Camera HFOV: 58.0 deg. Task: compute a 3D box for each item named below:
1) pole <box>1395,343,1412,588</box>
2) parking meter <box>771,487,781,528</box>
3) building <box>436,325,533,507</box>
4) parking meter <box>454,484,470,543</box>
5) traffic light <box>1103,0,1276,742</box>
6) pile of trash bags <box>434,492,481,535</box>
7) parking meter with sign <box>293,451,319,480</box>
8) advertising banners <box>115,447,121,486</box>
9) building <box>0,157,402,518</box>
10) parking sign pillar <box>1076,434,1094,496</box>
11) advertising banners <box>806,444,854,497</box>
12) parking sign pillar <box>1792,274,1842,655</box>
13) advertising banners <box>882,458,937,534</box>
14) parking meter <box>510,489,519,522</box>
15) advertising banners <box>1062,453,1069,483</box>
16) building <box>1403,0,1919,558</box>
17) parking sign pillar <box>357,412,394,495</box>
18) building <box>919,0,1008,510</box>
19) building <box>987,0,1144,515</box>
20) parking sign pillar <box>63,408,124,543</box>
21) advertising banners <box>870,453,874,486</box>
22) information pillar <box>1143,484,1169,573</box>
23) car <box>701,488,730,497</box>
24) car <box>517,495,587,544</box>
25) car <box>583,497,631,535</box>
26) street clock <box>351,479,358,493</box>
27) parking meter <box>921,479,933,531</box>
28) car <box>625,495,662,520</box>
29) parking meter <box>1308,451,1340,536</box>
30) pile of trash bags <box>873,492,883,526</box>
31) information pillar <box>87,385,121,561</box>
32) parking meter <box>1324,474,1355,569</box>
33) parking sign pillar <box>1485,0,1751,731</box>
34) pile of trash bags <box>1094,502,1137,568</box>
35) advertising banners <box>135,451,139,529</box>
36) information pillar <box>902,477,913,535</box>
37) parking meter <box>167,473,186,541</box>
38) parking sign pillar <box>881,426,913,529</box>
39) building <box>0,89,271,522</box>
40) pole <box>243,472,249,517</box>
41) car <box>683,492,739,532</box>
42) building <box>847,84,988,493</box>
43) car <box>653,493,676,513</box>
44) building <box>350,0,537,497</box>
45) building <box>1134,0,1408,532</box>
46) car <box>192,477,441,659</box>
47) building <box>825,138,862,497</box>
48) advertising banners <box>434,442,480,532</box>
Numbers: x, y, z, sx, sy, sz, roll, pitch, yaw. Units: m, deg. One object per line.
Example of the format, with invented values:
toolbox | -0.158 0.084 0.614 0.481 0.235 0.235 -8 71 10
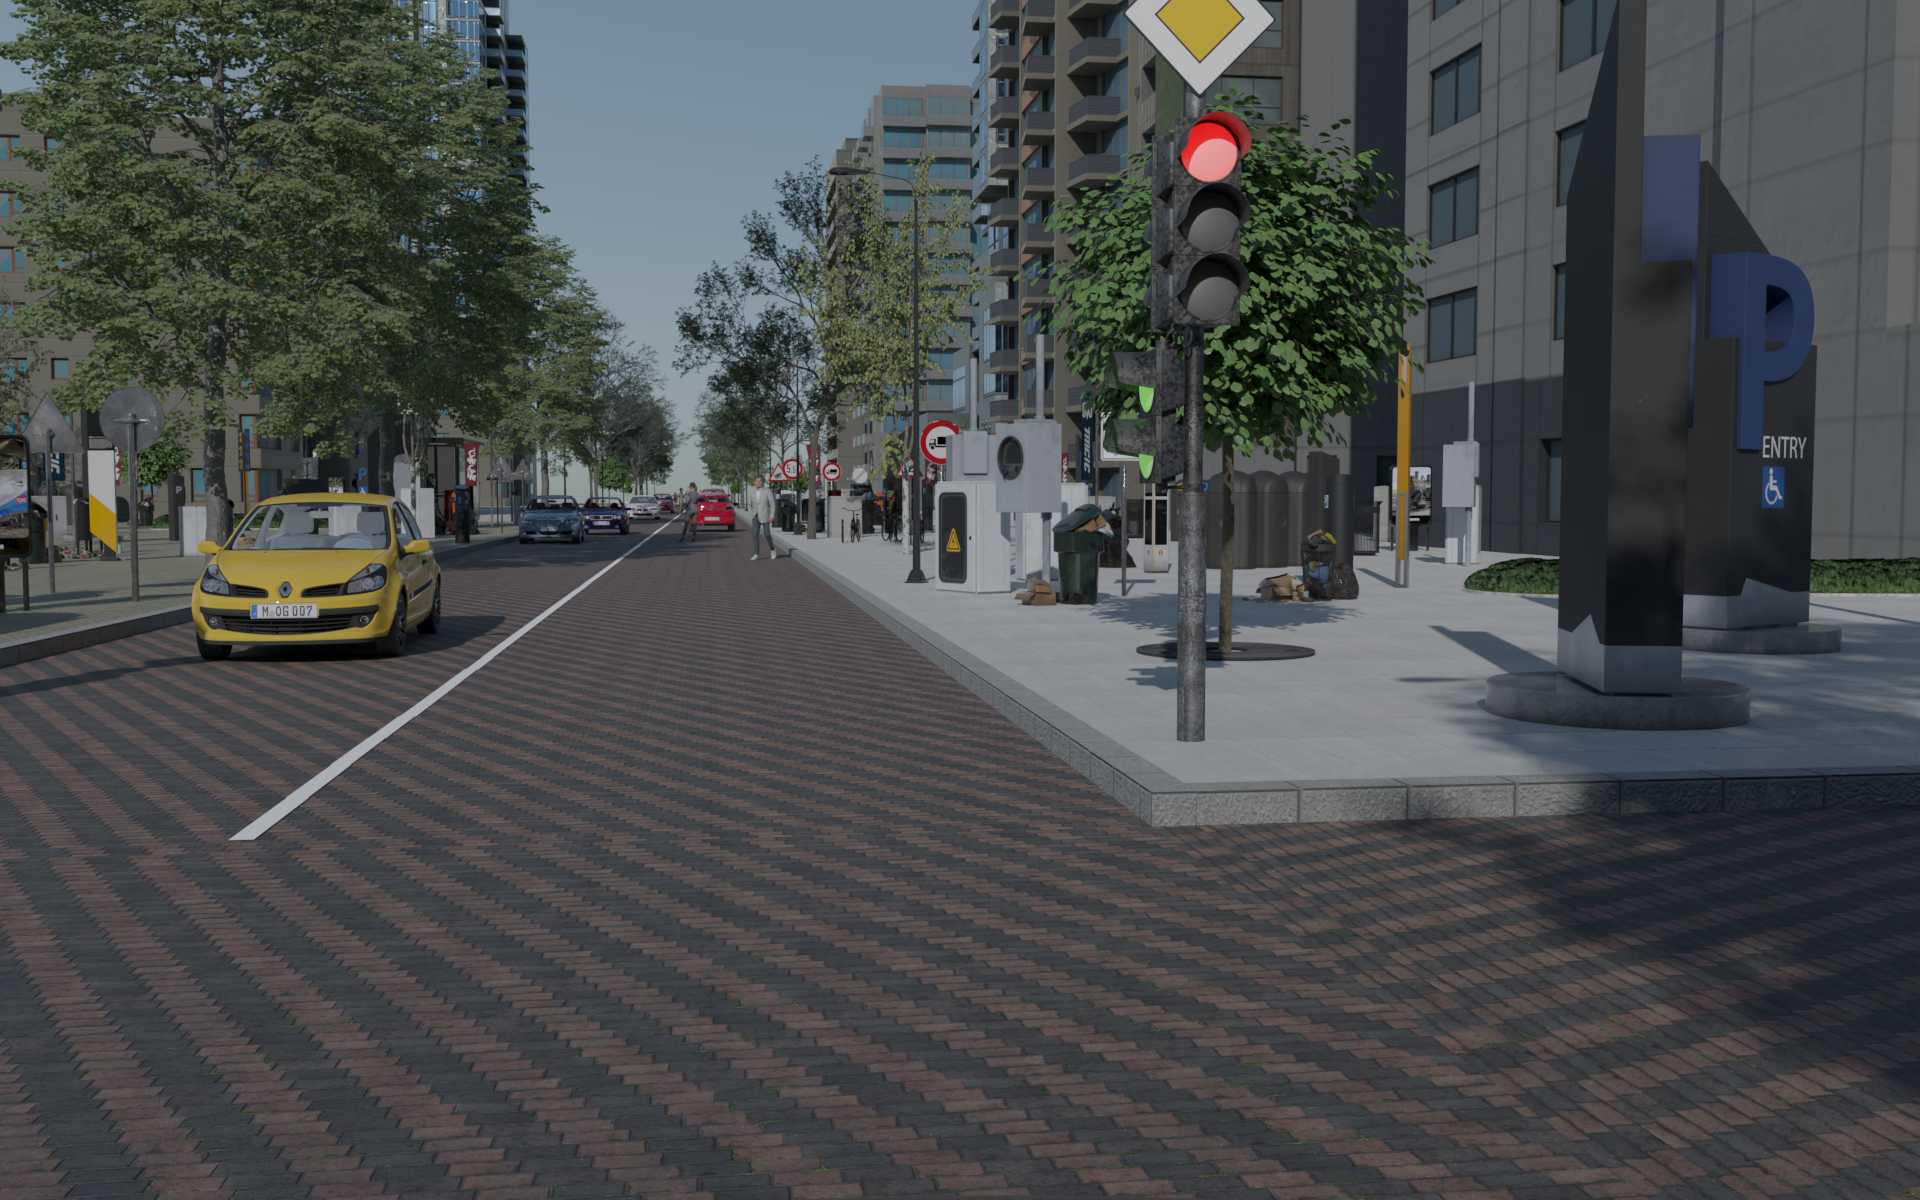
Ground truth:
pole | 6.047 -1.820 23.601 0.158 3.312 0.155 0 3 0
parking meter | -6.990 -3.518 65.936 0.372 1.533 0.369 0 3 0
building | -62.414 -21.048 189.173 27.650 21.520 28.899 -1 4 -8
parking meter | -13.033 -2.258 45.337 0.372 1.533 0.369 0 3 0
traffic light | 1.184 -1.223 8.909 0.839 4.253 0.868 -1 4 -8
pile of trash bags | -16.283 -2.793 55.420 1.912 1.369 3.447 0 4 -8
parking meter with sign | -25.917 -4.398 68.170 0.543 3.016 1.738 1 4 10
advertising banners | -27.407 -3.620 55.379 2.074 3.025 0.090 2 4 31
building | -53.385 -16.869 120.849 27.650 21.520 28.899 -1 4 -8
parking sign pillar | 5.664 -5.511 78.581 1.447 3.967 1.447 2 4 24
advertising banners | -4.392 -3.967 61.056 2.074 3.025 0.090 0 4 -1
parking sign pillar | 6.592 -1.587 14.421 1.447 3.967 1.447 -3 4 -36
advertising banners | -1.585 -3.656 55.971 2.074 3.025 0.090 2 4 26
parking meter | -20.615 -4.391 80.197 0.372 1.533 0.369 0 3 0
advertising banners | 4.046 -4.762 74.039 0.090 3.025 2.074 -2 4 -32
building | 22.598 -36.361 32.760 20.611 71.187 20.563 -1 4 -8
parking sign pillar | -18.921 -4.139 56.146 1.447 3.967 1.447 1 4 21
building | 9.213 -50.075 131.405 22.319 86.520 31.000 -1 4 -8
building | 13.461 -27.385 102.366 22.147 44.769 28.867 -1 4 -8
parking sign pillar | -23.115 -3.524 46.082 1.447 3.967 1.447 -2 4 -26
advertising banners | -4.022 -4.847 75.435 0.090 3.025 2.074 -1 4 -16
information pillar | 3.188 -1.445 28.124 0.304 2.012 0.304 -2 4 -25
car | -16.656 -6.624 116.971 2.281 1.827 5.304 0 4 -7
car | -12.119 -2.419 51.549 2.014 1.417 4.499 -1 4 -10
car | -12.690 -3.003 61.675 1.945 1.354 3.894 -1 4 -9
street clock | -28.206 -4.677 81.032 0.471 2.002 0.358 2 4 29
parking meter | -1.138 -3.336 60.263 0.255 1.863 0.399 -2 4 -35
car | -18.000 -5.270 98.520 2.083 1.381 4.827 -1 4 -9
parking meter | 5.010 -1.109 23.836 0.399 1.863 0.255 -2 4 -33
pile of trash bags | -3.258 -3.802 71.920 1.912 1.369 3.447 -1 4 -9
information pillar | -16.384 -2.553 33.102 0.504 3.616 0.183 0 4 -6
parking meter | 4.846 -0.840 22.149 0.372 1.533 0.369 0 3 0
parking sign pillar | 3.818 -1.316 9.983 1.447 3.967 1.447 1 4 8
pile of trash bags | 2.002 -1.322 31.374 1.912 1.369 3.447 0 4 -6
advertising banners | -30.660 -4.177 64.487 0.090 3.025 2.074 -2 4 -26
information pillar | -1.622 -3.055 54.433 0.304 2.012 0.304 1 4 18
parking meter | -21.449 -2.553 47.449 0.255 1.863 0.399 2 4 34
parking sign pillar | -2.169 -4.601 63.700 1.447 3.967 1.447 -2 4 -24
building | -48.299 -15.131 92.432 27.650 21.520 28.899 -1 4 -8
pole | -30.240 -4.864 73.365 0.158 3.312 0.155 0 3 0
car | -9.625 -3.544 66.980 2.155 1.783 4.494 -1 4 -9
building | -1.091 -35.924 206.961 23.786 49.044 30.456 -1 4 -8
car | -22.338 -7.384 129.770 2.155 1.783 4.494 0 4 -7
building | -64.784 -55.368 217.942 22.319 86.520 31.000 -1 4 -8
building | 13.598 -17.925 64.772 14.160 30.474 14.107 -1 4 -8
car | -5.967 -0.374 16.335 2.015 1.641 3.980 -1 4 -10
building | -6.661 -37.268 233.034 21.300 48.544 21.600 -1 4 -8
advertising banners | -17.231 -3.811 58.501 2.074 3.025 0.090 -2 4 -27
